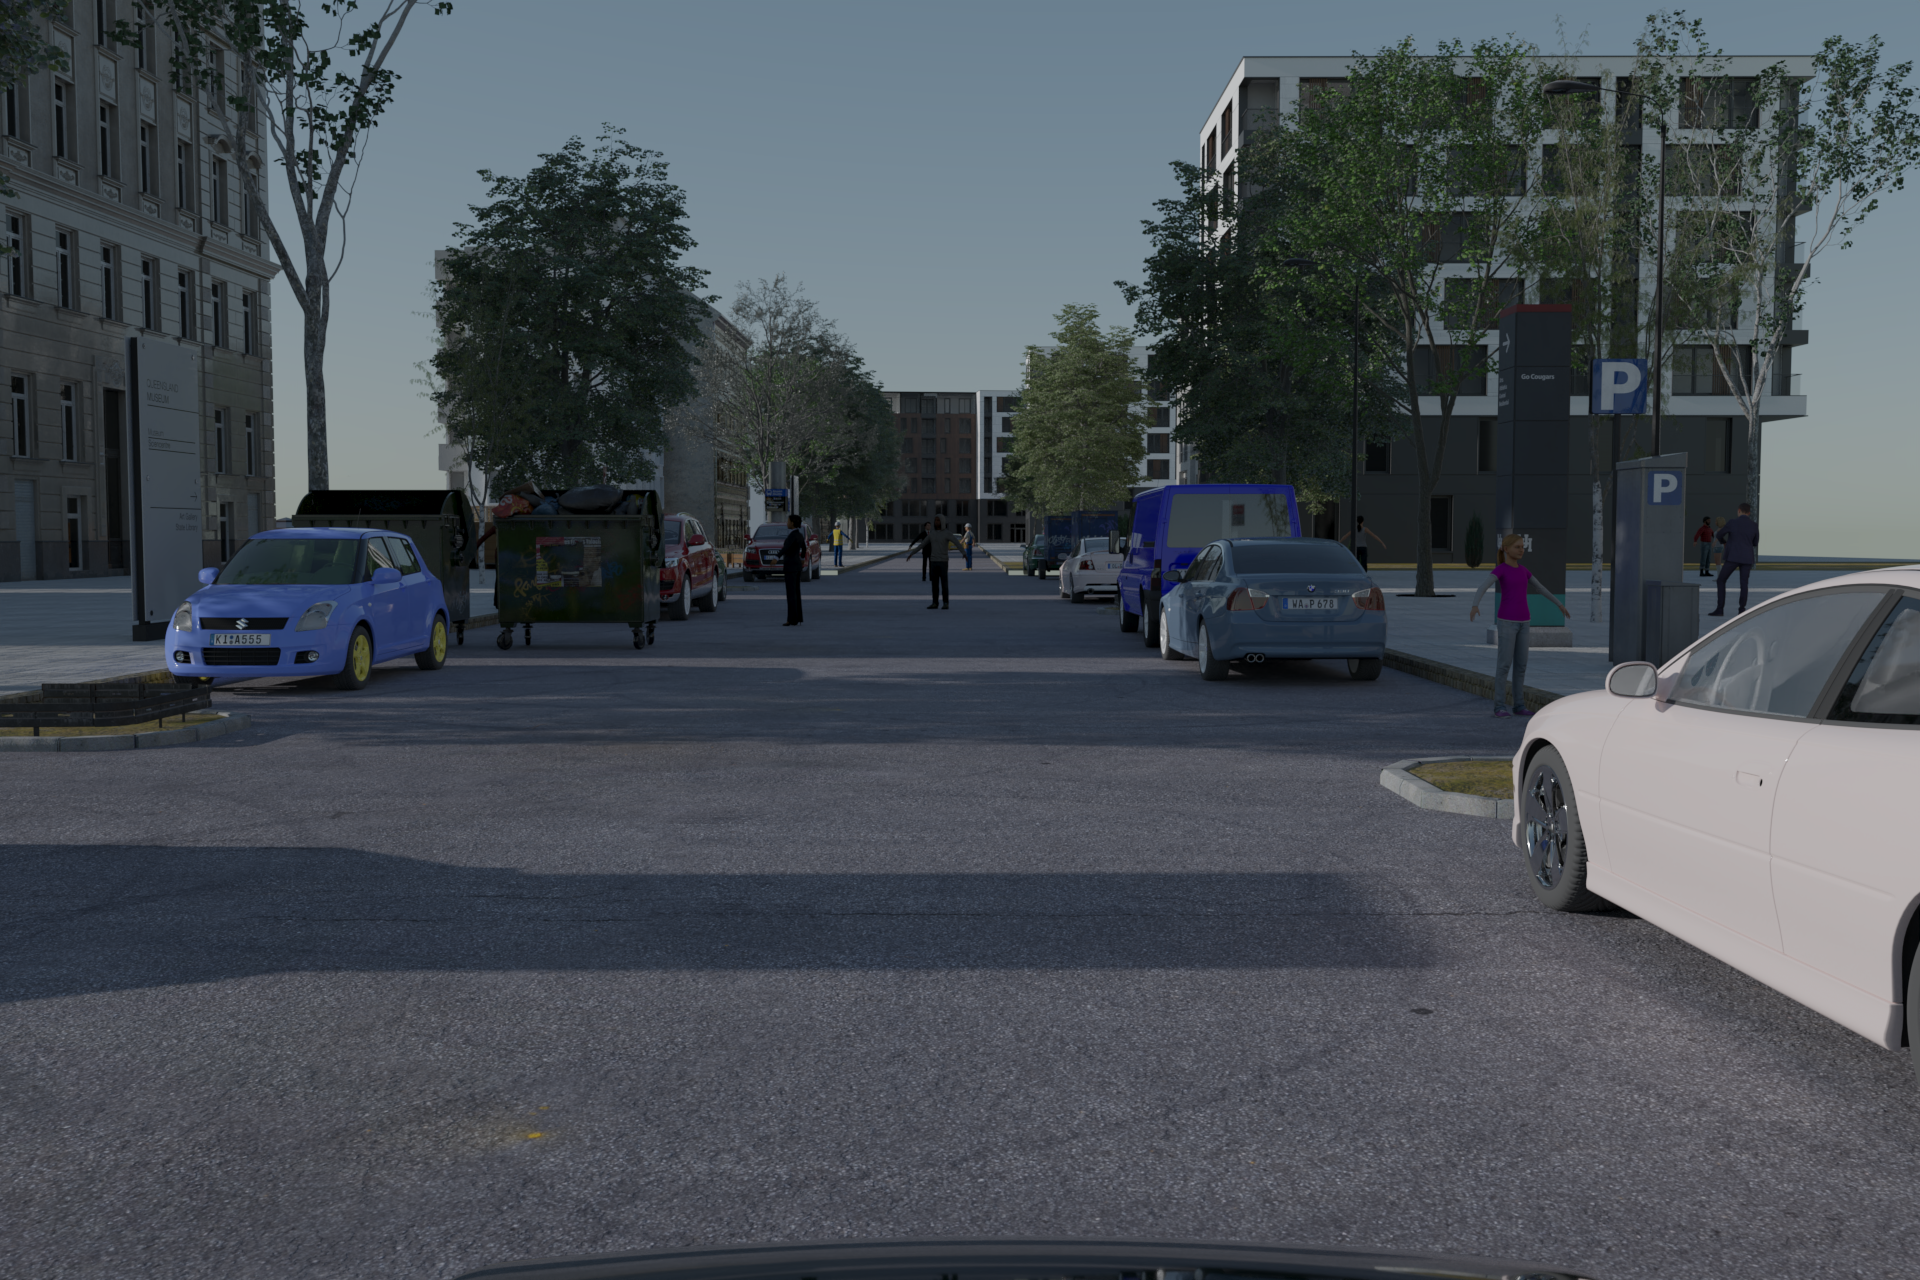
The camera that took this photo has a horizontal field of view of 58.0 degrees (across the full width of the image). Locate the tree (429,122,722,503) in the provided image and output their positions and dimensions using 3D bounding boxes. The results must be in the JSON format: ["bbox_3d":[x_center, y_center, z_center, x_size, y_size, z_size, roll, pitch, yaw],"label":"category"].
[{"bbox_3d":[-12.442,-9.058,54.749,9.857,13.997,8.962,0,3,0],"label":"tree"}]

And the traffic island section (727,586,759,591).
[{"bbox_3d":[-6.188,-1.309,44.272,1.991,0.108,1.994,0,4,0],"label":"traffic island section"}]

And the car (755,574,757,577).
[{"bbox_3d":[-5.881,-2.846,58.893,2.083,1.381,4.827,0,4,0],"label":"car"}]

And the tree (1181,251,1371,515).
[{"bbox_3d":[12.334,-9.187,68.331,7.486,12.596,7.792,0,3,0],"label":"tree"}]

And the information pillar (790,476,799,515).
[{"bbox_3d":[-6.708,-4.827,70.241,0.184,3.620,1.656,0,4,0],"label":"information pillar"}]

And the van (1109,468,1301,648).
[{"bbox_3d":[3.272,-1.169,23.505,2.240,2.365,5.245,0,4,-1],"label":"van"}]

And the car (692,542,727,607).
[{"bbox_3d":[-5.925,-1.459,35.653,2.131,1.459,4.920,0,3,0],"label":"car"}]

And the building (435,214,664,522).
[{"bbox_3d":[-25.018,-15.113,103.524,16.016,20.090,11.380,0,4,1],"label":"building"}]

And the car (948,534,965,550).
[{"bbox_3d":[-0.476,-7.766,137.196,2.015,1.641,3.980,0,4,-1],"label":"car"}]

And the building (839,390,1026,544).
[{"bbox_3d":[-1.074,-25.140,257.473,32.646,21.610,27.936,0,4,-7],"label":"building"}]

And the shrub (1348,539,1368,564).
[{"bbox_3d":[14.821,-3.294,64.980,1.383,1.207,1.383,0,3,0],"label":"shrub"}]

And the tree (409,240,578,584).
[{"bbox_3d":[-12.386,-5.728,44.017,4.360,8.622,3.978,0,3,0],"label":"tree"}]

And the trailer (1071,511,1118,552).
[{"bbox_3d":[3.348,-2.256,43.927,1.471,1.999,3.904,0,3,0],"label":"trailer"}]

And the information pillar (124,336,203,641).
[{"bbox_3d":[-9.808,-1.840,21.394,0.184,3.620,1.656,0,4,-1],"label":"information pillar"}]

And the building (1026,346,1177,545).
[{"bbox_3d":[21.638,-22.076,204.912,27.936,21.610,32.646,0,4,0],"label":"building"}]

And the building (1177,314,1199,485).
[{"bbox_3d":[25.854,-15.765,124.213,16.747,18.905,31.486,0,4,0],"label":"building"}]

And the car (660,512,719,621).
[{"bbox_3d":[-5.512,-1.328,30.389,2.281,1.827,5.304,0,4,0],"label":"car"}]

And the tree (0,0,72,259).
[{"bbox_3d":[-12.159,-6.567,14.033,9.857,13.997,8.962,0,3,0],"label":"tree"}]

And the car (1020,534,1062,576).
[{"bbox_3d":[3.185,-2.968,60.329,2.131,1.459,4.920,0,4,-1],"label":"car"}]

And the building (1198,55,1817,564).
[{"bbox_3d":[26.130,-15.088,90.664,27.936,21.610,32.646,0,4,0],"label":"building"}]

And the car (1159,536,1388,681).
[{"bbox_3d":[3.205,-0.380,18.223,2.014,1.417,4.499,0,4,-1],"label":"car"}]

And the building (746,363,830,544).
[{"bbox_3d":[-26.846,-24.199,226.579,19.493,23.208,18.063,0,4,1],"label":"building"}]

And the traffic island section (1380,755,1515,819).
[{"bbox_3d":[3.403,0.815,9.548,1.991,0.108,1.994,0,4,0],"label":"traffic island section"}]

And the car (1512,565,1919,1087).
[{"bbox_3d":[3.169,0.440,5.171,2.083,1.381,4.827,0,4,0],"label":"car"}]

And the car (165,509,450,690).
[{"bbox_3d":[-6.320,-0.453,17.001,1.945,1.707,3.694,0,3,0],"label":"car"}]

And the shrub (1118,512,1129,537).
[{"bbox_3d":[5.955,-3.592,62.770,1.661,2.075,1.752,0,3,0],"label":"shrub"}]

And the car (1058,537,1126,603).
[{"bbox_3d":[3.185,-1.518,37.187,2.083,1.381,4.827,0,4,-1],"label":"car"}]

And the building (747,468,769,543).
[{"bbox_3d":[-26.068,-15.965,203.175,9.099,9.664,28.070,0,4,-1],"label":"building"}]

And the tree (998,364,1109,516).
[{"bbox_3d":[6.081,-10.970,105.108,9.928,11.665,9.643,0,3,0],"label":"tree"}]

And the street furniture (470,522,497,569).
[{"bbox_3d":[-16.132,-3.650,66.532,9.812,1.723,11.010,1,4,17],"label":"street furniture"}]

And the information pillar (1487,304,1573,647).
[{"bbox_3d":[6.561,-1.865,19.867,0.750,3.857,0.750,0,4,1],"label":"information pillar"}]

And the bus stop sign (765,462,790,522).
[{"bbox_3d":[-6.649,-4.534,63.147,0.837,3.901,0.837,0,4,-1],"label":"bus stop sign"}]

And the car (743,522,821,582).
[{"bbox_3d":[-5.459,-2.743,53.514,2.281,1.827,5.304,0,4,0],"label":"car"}]

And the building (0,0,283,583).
[{"bbox_3d":[-30.982,-15.554,51.575,12.463,27.353,25.104,0,3,0],"label":"building"}]

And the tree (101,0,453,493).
[{"bbox_3d":[-13.377,-10.731,31.342,12.611,20.169,13.585,0,3,0],"label":"tree"}]

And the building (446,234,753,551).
[{"bbox_3d":[-26.074,-18.161,127.866,19.493,23.208,18.063,0,3,0],"label":"building"}]

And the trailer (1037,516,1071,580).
[{"bbox_3d":[3.207,-2.964,55.510,1.471,1.999,3.904,0,4,0],"label":"trailer"}]

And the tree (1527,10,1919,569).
[{"bbox_3d":[27.823,-12.709,63.681,12.611,20.169,13.585,0,3,0],"label":"tree"}]
